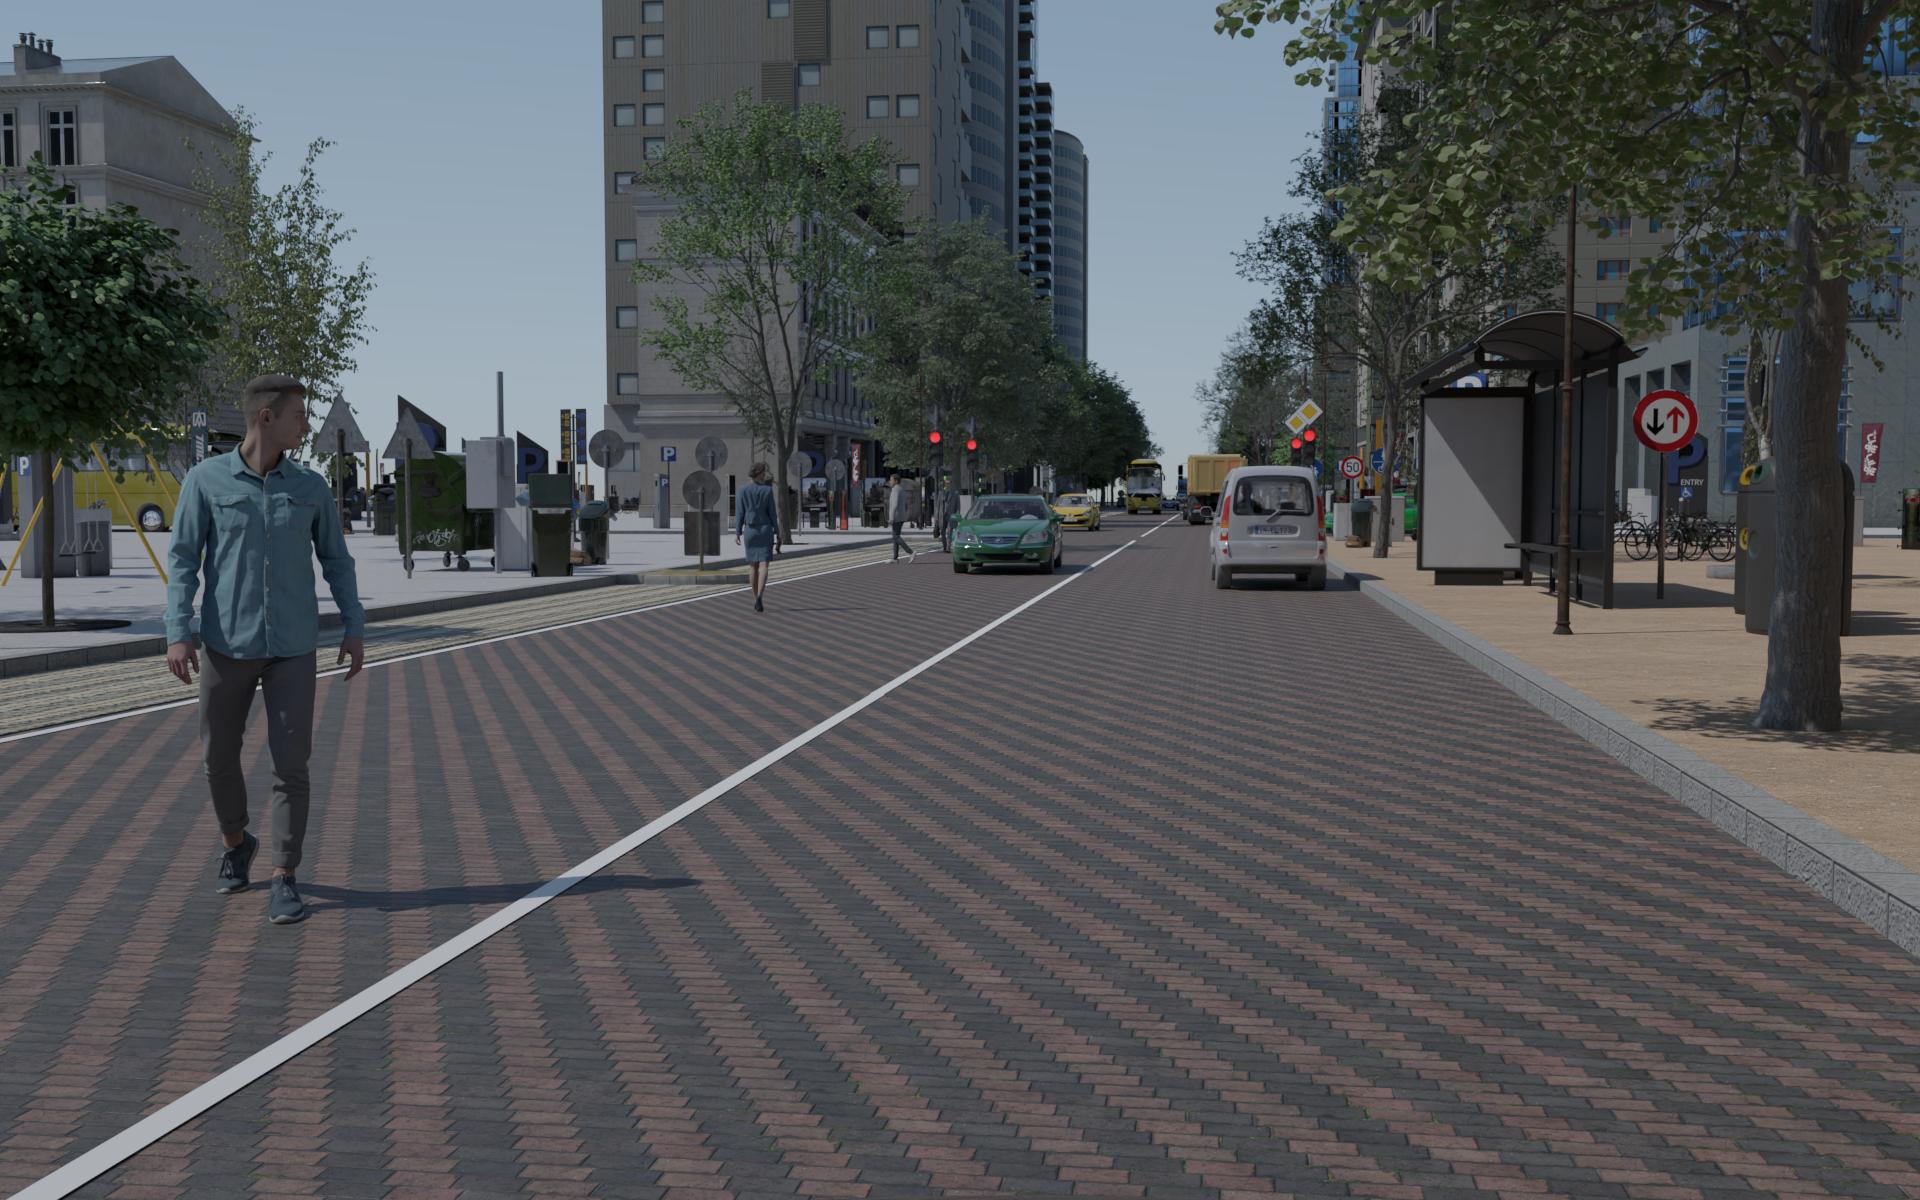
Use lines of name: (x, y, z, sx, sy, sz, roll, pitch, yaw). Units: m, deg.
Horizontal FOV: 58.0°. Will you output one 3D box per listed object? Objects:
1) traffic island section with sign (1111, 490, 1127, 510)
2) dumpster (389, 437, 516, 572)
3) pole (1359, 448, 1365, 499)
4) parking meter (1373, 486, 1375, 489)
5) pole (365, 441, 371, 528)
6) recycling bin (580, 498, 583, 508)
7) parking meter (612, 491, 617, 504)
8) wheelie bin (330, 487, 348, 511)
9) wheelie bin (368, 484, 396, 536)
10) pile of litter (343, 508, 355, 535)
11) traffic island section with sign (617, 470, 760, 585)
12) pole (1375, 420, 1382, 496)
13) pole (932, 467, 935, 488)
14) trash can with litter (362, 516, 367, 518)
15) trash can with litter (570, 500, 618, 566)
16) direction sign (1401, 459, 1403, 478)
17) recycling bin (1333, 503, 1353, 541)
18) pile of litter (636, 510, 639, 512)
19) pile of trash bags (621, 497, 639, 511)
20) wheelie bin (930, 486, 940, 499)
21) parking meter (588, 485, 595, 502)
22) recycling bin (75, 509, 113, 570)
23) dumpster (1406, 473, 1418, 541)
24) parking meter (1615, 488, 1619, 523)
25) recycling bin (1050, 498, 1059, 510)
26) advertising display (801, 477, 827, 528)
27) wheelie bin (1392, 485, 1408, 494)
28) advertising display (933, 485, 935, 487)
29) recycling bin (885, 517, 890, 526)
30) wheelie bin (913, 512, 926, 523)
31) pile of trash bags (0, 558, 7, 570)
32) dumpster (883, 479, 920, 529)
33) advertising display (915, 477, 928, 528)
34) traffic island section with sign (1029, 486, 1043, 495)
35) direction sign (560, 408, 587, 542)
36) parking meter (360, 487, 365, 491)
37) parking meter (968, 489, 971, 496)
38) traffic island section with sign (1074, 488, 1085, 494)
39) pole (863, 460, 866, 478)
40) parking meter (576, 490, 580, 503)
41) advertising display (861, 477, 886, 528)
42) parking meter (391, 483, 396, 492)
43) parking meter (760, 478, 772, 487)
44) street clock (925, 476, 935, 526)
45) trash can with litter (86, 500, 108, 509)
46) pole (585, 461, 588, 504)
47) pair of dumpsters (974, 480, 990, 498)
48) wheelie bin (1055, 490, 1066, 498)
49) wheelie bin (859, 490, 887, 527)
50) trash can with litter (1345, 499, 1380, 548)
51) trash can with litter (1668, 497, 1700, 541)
traffic island section with sign: (14.895, -9.223, 159.425, 1.989, 1.847, 2.006, 1, 4, 8)
dumpster: (-8.577, -1.642, 29.347, 1.502, 2.255, 1.985, 1, 4, 8)
pole: (17.640, -5.027, 76.029, 0.158, 3.312, 0.155, 0, 3, 0)
parking meter: (28.730, -6.990, 119.996, 0.255, 1.863, 0.399, 1, 4, 12)
pole: (-22.630, -4.427, 66.222, 0.158, 3.312, 0.155, 0, 3, 0)
recycling bin: (-27.540, -6.835, 124.304, 0.722, 1.027, 0.722, -2, 4, -34)
parking meter: (-26.276, -7.538, 131.652, 0.372, 1.533, 0.369, 0, 3, 0)
wheelie bin: (-28.719, -4.365, 79.269, 0.980, 1.594, 0.693, -1, 4, -11)
wheelie bin: (-17.736, -2.789, 53.503, 0.980, 1.594, 0.693, -2, 4, -30)
pile of litter: (-19.813, -2.512, 55.044, 1.176, 0.858, 1.719, 0, 4, -8)
traffic island section with sign: (-4.302, -1.190, 28.082, 1.989, 1.847, 2.006, 1, 4, 8)
pole: (11.527, -3.295, 47.715, 0.158, 3.312, 0.155, 0, 3, 0)
pole: (-1.958, -8.285, 129.300, 0.158, 3.312, 0.155, 0, 3, 0)
trash can with litter: (-31.648, -4.927, 91.608, 2.233, 1.210, 1.678, -1, 4, -9)
trash can with litter: (-6.652, -1.210, 31.165, 0.624, 1.170, 1.055, 1, 4, 14)
direction sign: (27.174, -7.013, 106.651, 0.379, 3.537, 0.876, 0, 4, 6)
recycling bin: (10.640, -2.141, 47.555, 0.722, 1.027, 0.722, 1, 4, 10)
pile of litter: (-22.421, -6.651, 122.710, 1.176, 0.858, 1.719, -1, 4, -23)
pile of trash bags: (-24.317, -7.585, 133.769, 3.447, 1.369, 1.912, -2, 4, -32)
wheelie bin: (-0.745, -3.863, 71.060, 0.980, 1.594, 0.693, 0, 4, -7)
parking meter: (-22.946, -6.244, 107.799, 0.255, 1.863, 0.399, 1, 4, 19)
recycling bin: (-14.989, -1.054, 29.792, 0.722, 1.027, 0.722, -2, 4, -26)
dumpster: (12.808, -2.685, 46.387, 1.502, 2.255, 1.985, 1, 4, 8)
parking meter: (28.870, -4.158, 76.391, 0.372, 1.533, 0.369, 0, 3, 0)
recycling bin: (6.537, -6.298, 115.534, 0.722, 1.027, 0.722, 3, 5, 41)
advertising display: (-5.505, -3.689, 65.522, 0.974, 1.923, 0.123, 0, 4, -6)
wheelie bin: (14.932, -3.091, 58.451, 0.980, 1.594, 0.693, 1, 4, 20)
advertising display: (-1.628, -7.341, 125.237, 0.123, 1.923, 0.974, 2, 4, 34)
recycling bin: (-3.345, -3.529, 70.259, 0.722, 1.027, 0.722, 3, 4, 39)
wheelie bin: (-1.771, -4.193, 76.457, 0.693, 1.594, 0.980, 2, 4, 32)
pile of trash bags: (-17.745, -1.214, 29.595, 1.912, 1.369, 3.447, -3, 5, -44)
dumpster: (-2.179, -3.629, 65.086, 1.264, 1.857, 1.865, 0, 4, 8)
advertising display: (-1.493, -3.763, 66.731, 0.123, 1.923, 0.974, -2, 4, -24)
traffic island section with sign: (3.631, -4.510, 82.368, 1.989, 1.847, 2.006, 1, 4, 8)
direction sign: (-10.268, -3.308, 46.080, 0.876, 3.537, 0.379, 2, 4, 29)
parking meter: (-47.398, -8.058, 137.457, 0.399, 1.863, 0.255, 3, 4, 38)
parking meter: (0.633, -6.246, 107.828, 0.255, 1.863, 0.399, 0, 4, 3)
traffic island section with sign: (7.582, -6.162, 109.370, 1.989, 1.847, 2.006, 1, 4, 8)
pole: (-5.649, -6.641, 102.417, 0.158, 3.312, 0.155, 0, 3, 0)
parking meter: (-22.995, -5.836, 103.832, 0.372, 1.533, 0.369, 0, 3, 0)
advertising display: (-3.232, -3.695, 65.621, 0.974, 1.923, 0.123, -2, 4, -33)
parking meter: (-29.472, -5.150, 89.906, 0.255, 1.863, 0.399, 1, 4, 9)
parking meter: (-7.132, -3.546, 63.695, 0.255, 1.863, 0.399, 3, 5, 44)
street clock: (-1.235, -3.925, 68.737, 0.358, 2.002, 0.471, 3, 4, 36)
trash can with litter: (-17.386, -1.400, 34.273, 1.055, 1.170, 0.624, 0, 4, -6)
pole: (-22.703, -6.817, 105.293, 0.158, 3.312, 0.155, 0, 3, 0)
pair of dumpsters: (1.651, -6.168, 103.345, 1.574, 2.255, 4.437, 1, 4, 8)
wheelie bin: (6.970, -6.833, 119.626, 0.693, 1.594, 0.980, -1, 4, -17)
wheelie bin: (-3.361, -3.733, 68.937, 0.980, 1.594, 0.693, -3, 5, -40)
trash can with litter: (9.633, -1.847, 41.592, 0.624, 1.170, 1.055, 2, 4, 29)
trash can with litter: (19.736, -2.231, 47.530, 1.678, 1.210, 2.233, 2, 4, 24)
